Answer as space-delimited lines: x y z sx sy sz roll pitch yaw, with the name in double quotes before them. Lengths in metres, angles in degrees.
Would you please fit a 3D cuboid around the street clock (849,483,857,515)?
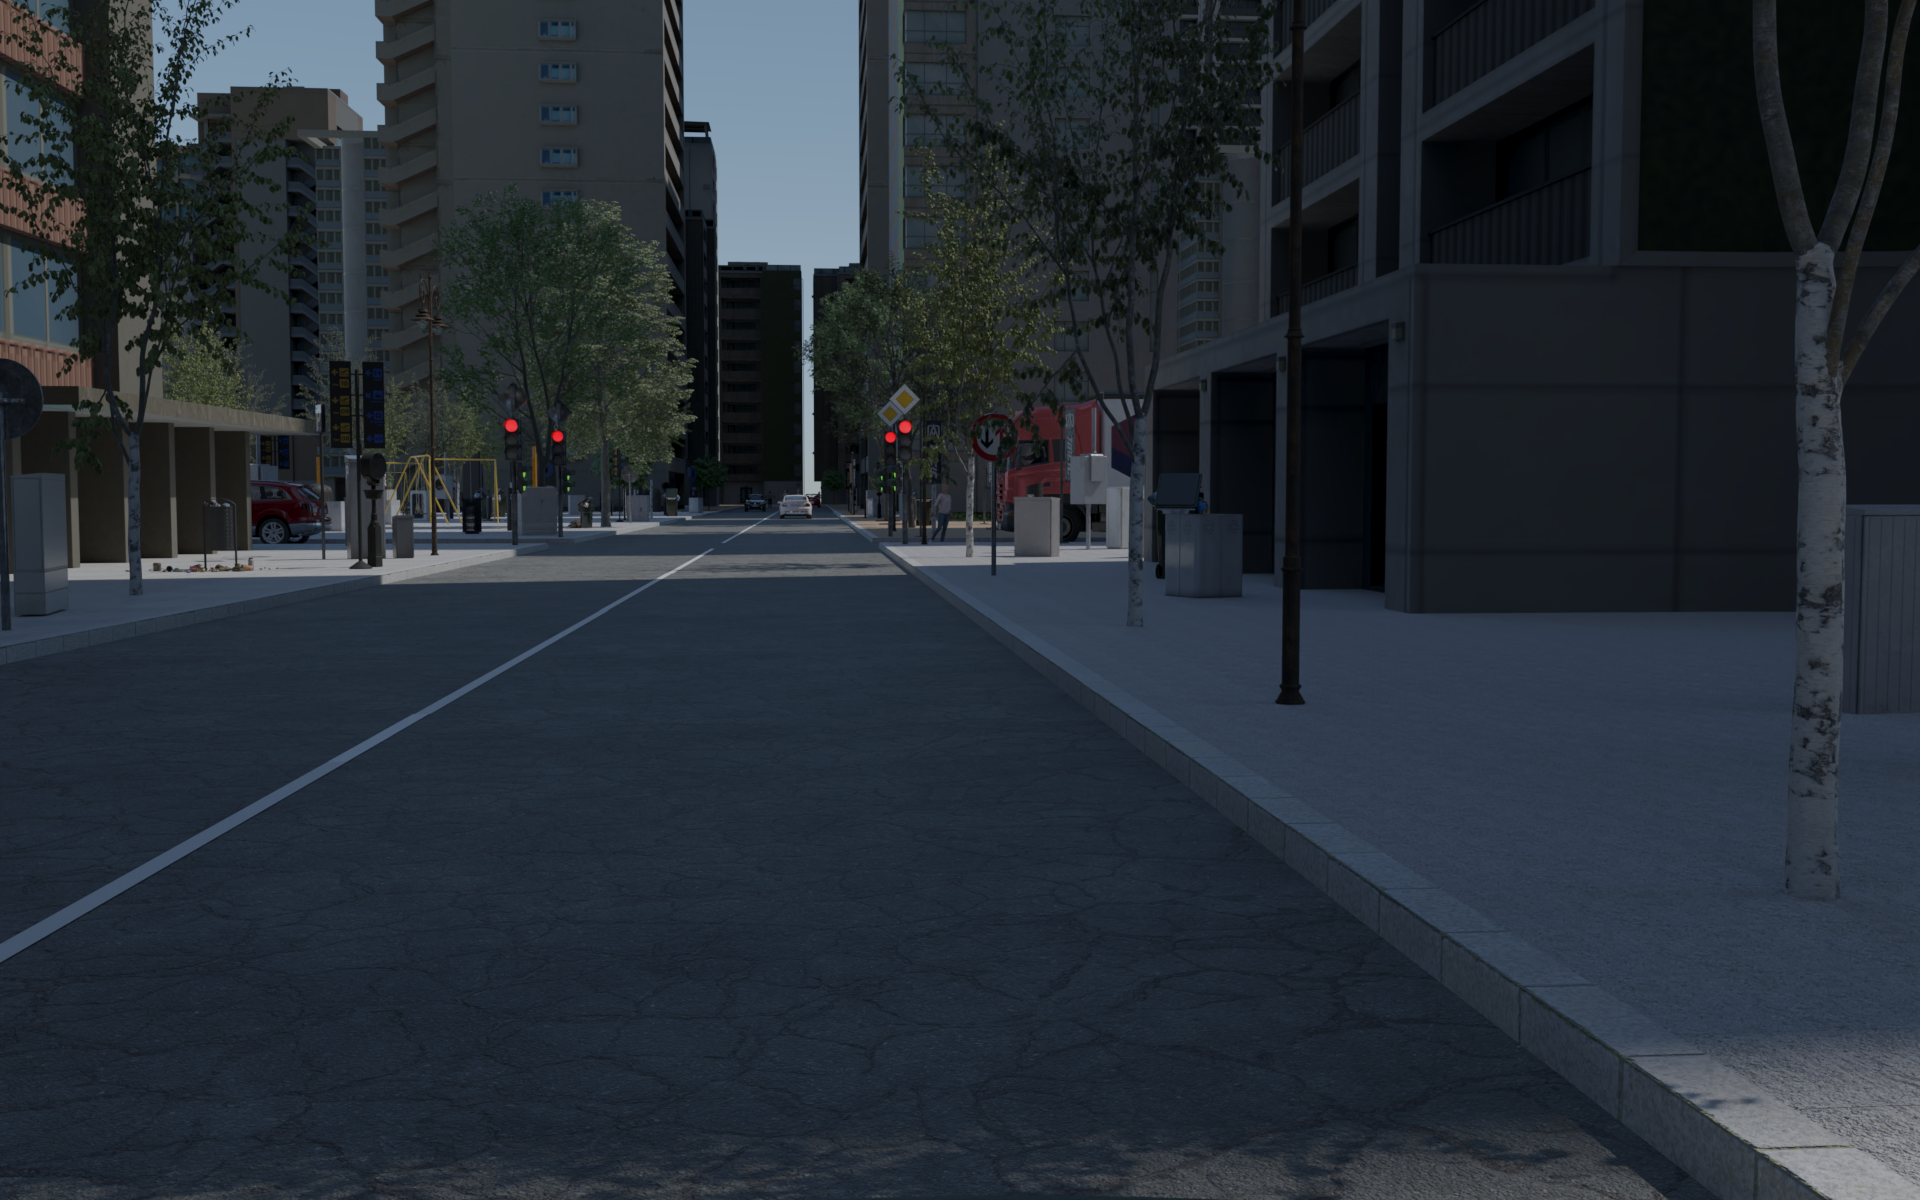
"street clock" -6.529 -6.201 105.954 0.471 2.002 0.358 0 3 0

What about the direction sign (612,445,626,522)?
"direction sign" -15.625 -5.348 79.441 0.876 3.537 0.379 3 4 38

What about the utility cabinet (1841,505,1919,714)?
"utility cabinet" 5.691 0.054 10.276 1.020 1.237 0.306 -1 4 -12

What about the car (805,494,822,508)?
"car" -15.562 -10.563 181.750 2.155 1.783 4.494 0 4 -3

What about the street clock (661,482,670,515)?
"street clock" -17.849 -6.141 104.973 0.471 2.002 0.358 -2 4 -32

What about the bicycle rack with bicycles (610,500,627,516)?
"bicycle rack with bicycles" -19.821 -5.412 101.861 2.852 0.926 2.925 -1 4 -17

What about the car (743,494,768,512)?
"car" -16.732 -8.056 141.500 2.009 1.686 4.222 0 4 -6

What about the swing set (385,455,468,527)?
"swing set" -21.852 -4.439 70.191 2.862 2.851 3.119 -2 4 -28

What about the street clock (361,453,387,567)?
"street clock" -10.290 -1.580 30.406 0.358 2.002 0.471 1 4 17

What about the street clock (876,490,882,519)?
"street clock" -4.232 -5.270 90.732 0.471 2.002 0.358 -1 4 -21

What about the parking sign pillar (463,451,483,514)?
"parking sign pillar" -30.915 -7.431 109.972 1.447 3.967 1.447 2 4 24

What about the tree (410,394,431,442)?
"tree" -35.645 -9.618 107.618 4.737 8.622 4.395 0 3 0

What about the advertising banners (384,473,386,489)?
"advertising banners" -33.349 -6.338 99.821 0.090 3.025 2.074 0 4 -1

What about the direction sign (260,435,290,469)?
"direction sign" -21.607 -3.834 54.685 0.876 3.537 0.379 0 4 -6

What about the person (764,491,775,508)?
"person" -20.086 -10.606 182.622 1.217 1.736 0.721 -1 4 -20

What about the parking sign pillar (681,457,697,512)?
"parking sign pillar" -19.571 -8.400 125.814 1.447 3.967 1.447 1 4 14

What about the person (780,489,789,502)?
"person" -12.251 -6.834 120.586 0.716 1.782 0.532 2 4 32

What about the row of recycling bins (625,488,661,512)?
"row of recycling bins" -22.793 -7.155 124.098 3.534 1.692 1.069 3 4 37

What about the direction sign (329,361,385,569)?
"direction sign" -10.283 -2.301 29.615 0.876 3.537 0.379 -1 4 -19

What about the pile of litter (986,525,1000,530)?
"pile of litter" 1.645 -2.916 61.644 1.176 0.858 1.719 -2 4 -30

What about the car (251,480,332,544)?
"car" -20.076 -2.379 47.568 5.304 1.827 2.281 0 4 -3

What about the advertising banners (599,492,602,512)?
"advertising banners" -24.939 -7.672 121.619 0.090 3.025 2.074 1 4 9

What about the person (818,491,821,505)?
"person" -16.213 -11.639 199.461 0.621 1.740 0.551 -1 4 -17

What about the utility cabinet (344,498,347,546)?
"utility cabinet" -15.035 -1.970 43.364 0.306 1.237 1.020 0 4 8

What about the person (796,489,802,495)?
"person" -10.365 -6.363 113.210 0.598 1.740 0.731 3 5 43

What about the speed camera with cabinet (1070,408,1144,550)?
"speed camera with cabinet" 3.538 -2.817 40.389 2.038 3.252 0.660 -2 4 -34

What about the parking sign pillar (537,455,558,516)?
"parking sign pillar" -24.285 -6.894 101.192 1.447 3.967 1.447 -2 4 -24

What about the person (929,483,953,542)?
"person" -0.594 -2.327 47.225 0.598 1.740 0.731 2 4 32

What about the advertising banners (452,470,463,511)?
"advertising banners" -35.717 -7.778 123.364 0.090 3.025 2.074 1 4 9

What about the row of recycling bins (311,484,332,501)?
"row of recycling bins" -26.045 -3.863 70.279 1.069 1.692 3.534 -1 4 -17

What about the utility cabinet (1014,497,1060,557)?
"utility cabinet" 1.585 -1.498 35.661 1.020 1.237 0.306 3 5 44

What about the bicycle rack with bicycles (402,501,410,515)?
"bicycle rack with bicycles" -30.295 -4.897 93.446 2.852 0.926 2.925 0 4 -3

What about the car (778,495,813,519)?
"car" -9.593 -5.424 101.039 2.083 1.381 4.827 0 4 -6

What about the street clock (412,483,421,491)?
"street clock" -32.163 -5.987 102.451 0.471 2.002 0.358 0 4 -3

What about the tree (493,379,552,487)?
"tree" -26.507 -9.552 106.537 4.360 8.622 3.978 0 3 0

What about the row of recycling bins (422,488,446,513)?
"row of recycling bins" -36.768 -6.980 121.239 1.069 1.692 3.534 0 4 0

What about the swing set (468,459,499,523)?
"swing set" -21.965 -4.855 76.997 3.119 2.851 2.862 -1 4 -18

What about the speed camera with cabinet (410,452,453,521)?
"speed camera with cabinet" -24.956 -5.344 81.713 2.038 3.252 0.660 1 4 20

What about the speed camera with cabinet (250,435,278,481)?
"speed camera with cabinet" -20.947 -3.599 53.187 2.038 3.252 0.660 2 4 34

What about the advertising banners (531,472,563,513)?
"advertising banners" -24.702 -6.557 103.394 2.074 3.025 0.090 1 4 13

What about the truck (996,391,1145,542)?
"truck" 6.035 -3.651 48.615 11.283 4.237 2.839 0 4 -5

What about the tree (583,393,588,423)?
"tree" -19.273 -9.032 98.030 4.737 8.622 4.395 0 3 0

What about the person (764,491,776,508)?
"person" -20.205 -10.697 184.127 1.217 1.736 0.721 -1 4 -17

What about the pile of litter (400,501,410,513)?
"pile of litter" -36.905 -6.234 115.887 1.719 0.858 1.176 1 4 22
